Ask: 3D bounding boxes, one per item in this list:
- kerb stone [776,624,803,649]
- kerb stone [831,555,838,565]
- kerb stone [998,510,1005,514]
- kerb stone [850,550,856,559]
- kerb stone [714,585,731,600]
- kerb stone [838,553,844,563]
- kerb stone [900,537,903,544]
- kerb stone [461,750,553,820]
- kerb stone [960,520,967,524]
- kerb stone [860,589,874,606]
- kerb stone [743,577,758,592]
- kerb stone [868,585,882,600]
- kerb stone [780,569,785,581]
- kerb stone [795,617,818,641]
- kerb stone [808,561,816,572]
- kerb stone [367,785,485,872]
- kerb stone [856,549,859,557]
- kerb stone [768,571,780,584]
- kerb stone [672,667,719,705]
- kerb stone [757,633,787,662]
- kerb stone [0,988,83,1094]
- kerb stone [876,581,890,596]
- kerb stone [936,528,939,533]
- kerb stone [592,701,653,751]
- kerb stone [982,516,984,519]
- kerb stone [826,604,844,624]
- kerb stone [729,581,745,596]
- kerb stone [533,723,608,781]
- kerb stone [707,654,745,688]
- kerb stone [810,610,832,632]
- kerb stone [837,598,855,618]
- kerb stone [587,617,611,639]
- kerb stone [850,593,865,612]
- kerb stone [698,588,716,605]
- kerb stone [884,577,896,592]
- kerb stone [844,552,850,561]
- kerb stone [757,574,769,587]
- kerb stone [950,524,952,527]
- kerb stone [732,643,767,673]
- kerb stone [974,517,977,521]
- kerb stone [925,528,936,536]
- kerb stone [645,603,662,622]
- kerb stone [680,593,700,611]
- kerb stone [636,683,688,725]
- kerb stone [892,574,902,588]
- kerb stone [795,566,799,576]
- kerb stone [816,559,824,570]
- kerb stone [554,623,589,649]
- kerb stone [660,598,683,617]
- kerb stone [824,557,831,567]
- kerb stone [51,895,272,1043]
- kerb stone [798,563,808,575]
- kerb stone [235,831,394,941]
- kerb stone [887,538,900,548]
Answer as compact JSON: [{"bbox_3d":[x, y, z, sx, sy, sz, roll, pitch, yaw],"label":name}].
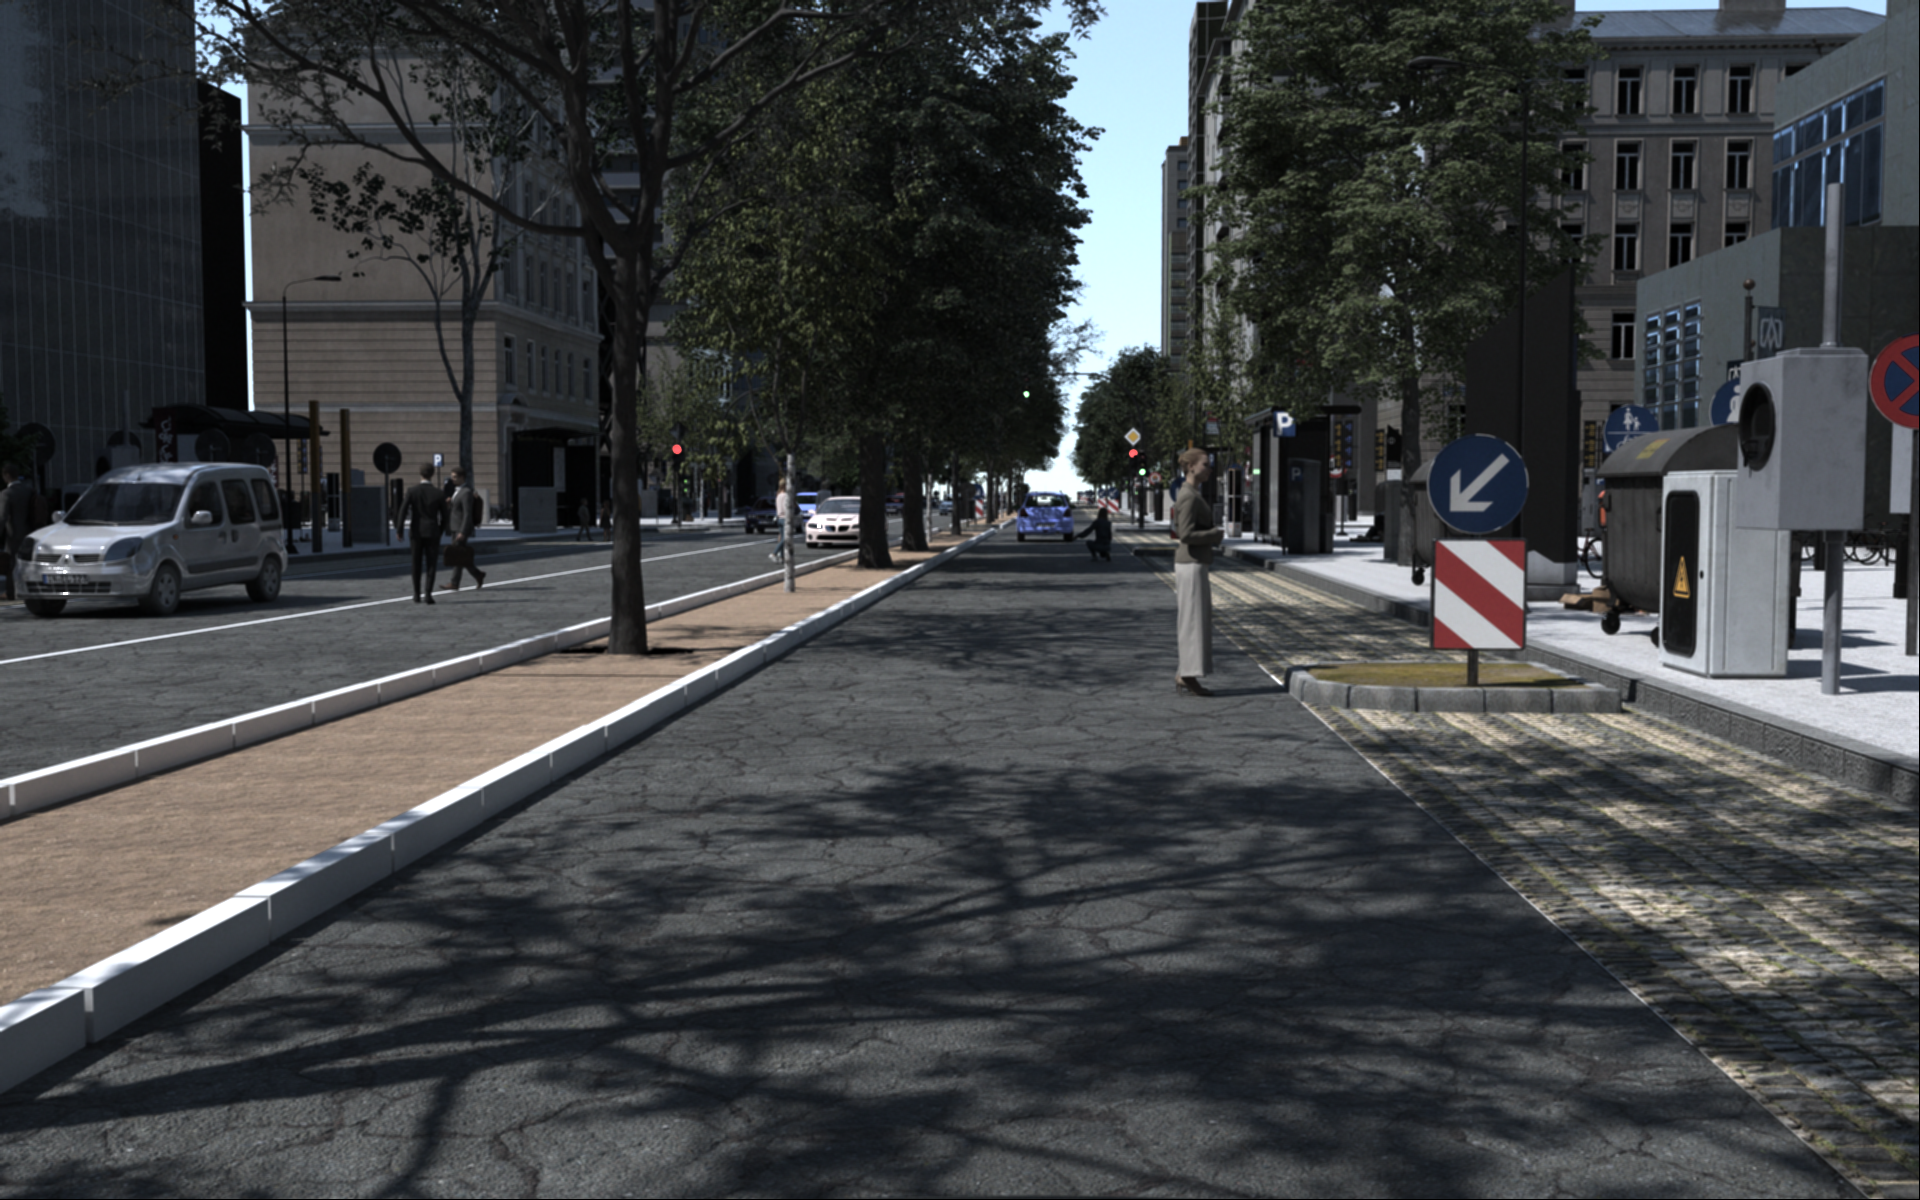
[{"bbox_3d":[-1.633,0.363,16.257,0.120,0.150,1.000,0,4,3],"label":"kerb stone"},{"bbox_3d":[-2.631,-0.770,34.791,0.120,0.150,1.000,0,4,3],"label":"kerb stone"},{"bbox_3d":[3.196,-6.750,132.563,0.120,0.150,1.000,0,4,3],"label":"kerb stone"},{"bbox_3d":[-2.454,-0.954,37.855,0.120,0.150,1.000,0,4,3],"label":"kerb stone"},{"bbox_3d":[-3.299,-0.081,23.515,0.120,0.150,1.000,0,4,3],"label":"kerb stone"},{"bbox_3d":[-2.568,-0.833,35.814,0.120,0.150,1.000,0,4,3],"label":"kerb stone"},{"bbox_3d":[-1.778,-1.646,49.107,0.120,0.150,1.000,0,4,3],"label":"kerb stone"},{"bbox_3d":[-2.118,0.863,8.086,0.120,0.150,1.000,0,4,3],"label":"kerb stone"},{"bbox_3d":[0.209,-3.678,82.461,0.120,0.150,1.000,0,4,3],"label":"kerb stone"},{"bbox_3d":[-1.261,-0.010,22.410,0.120,0.150,1.000,0,4,3],"label":"kerb stone"},{"bbox_3d":[-3.170,-0.204,25.560,0.120,0.150,1.000,0,4,3],"label":"kerb stone"},{"bbox_3d":[-1.205,-0.073,23.431,0.120,0.150,1.000,0,4,3],"label":"kerb stone"},{"bbox_3d":[-2.993,-0.394,28.636,0.120,0.150,1.000,0,4,3],"label":"kerb stone"},{"bbox_3d":[-1.570,0.302,17.279,0.120,0.150,1.000,0,4,3],"label":"kerb stone"},{"bbox_3d":[-2.813,-0.582,31.710,0.120,0.150,1.000,0,4,3],"label":"kerb stone"},{"bbox_3d":[-2.172,0.926,7.060,0.120,0.150,1.000,0,4,3],"label":"kerb stone"},{"bbox_3d":[-2.386,-1.021,38.883,0.120,0.150,1.000,0,4,3],"label":"kerb stone"},{"bbox_3d":[-3.057,-0.331,27.615,0.120,0.150,1.000,0,4,3],"label":"kerb stone"},{"bbox_3d":[-1.874,0.613,12.172,0.120,0.150,1.000,0,4,3],"label":"kerb stone"},{"bbox_3d":[-1.681,0.428,15.236,0.120,0.150,1.000,0,4,3],"label":"kerb stone"},{"bbox_3d":[-2.358,1.113,3.996,0.120,0.150,1.000,0,4,3],"label":"kerb stone"},{"bbox_3d":[-1.136,-0.137,24.456,0.120,0.150,1.000,0,4,3],"label":"kerb stone"},{"bbox_3d":[-0.858,-2.587,64.492,0.120,0.150,1.000,0,4,3],"label":"kerb stone"},{"bbox_3d":[-1.991,0.743,10.130,0.120,0.150,1.000,0,4,3],"label":"kerb stone"},{"bbox_3d":[1.132,-4.624,97.797,0.120,0.150,1.000,0,4,3],"label":"kerb stone"},{"bbox_3d":[-1.444,0.183,19.320,0.120,0.150,1.000,0,4,3],"label":"kerb stone"},{"bbox_3d":[-3.235,-0.140,24.539,0.120,0.150,1.000,0,4,3],"label":"kerb stone"},{"bbox_3d":[-2.058,0.800,9.110,0.120,0.150,1.000,0,4,3],"label":"kerb stone"},{"bbox_3d":[-1.808,0.552,13.195,0.120,0.150,1.000,0,4,3],"label":"kerb stone"},{"bbox_3d":[-1.505,0.238,18.300,0.120,0.150,1.000,0,4,3],"label":"kerb stone"},{"bbox_3d":[-1.382,0.113,20.351,0.120,0.150,1.000,0,4,3],"label":"kerb stone"},{"bbox_3d":[-3.663,0.295,17.377,0.120,0.150,1.000,0,4,3],"label":"kerb stone"},{"bbox_3d":[-1.318,0.051,21.384,0.120,0.150,1.000,0,4,3],"label":"kerb stone"},{"bbox_3d":[-3.361,-0.018,22.495,0.120,0.150,1.000,0,4,3],"label":"kerb stone"},{"bbox_3d":[-1.081,-0.201,25.477,0.120,0.150,1.000,0,4,3],"label":"kerb stone"},{"bbox_3d":[-2.504,-0.895,36.834,0.120,0.150,1.000,0,4,3],"label":"kerb stone"},{"bbox_3d":[-3.117,-0.269,26.588,0.120,0.150,1.000,0,4,3],"label":"kerb stone"},{"bbox_3d":[-0.219,-3.247,75.301,0.120,0.150,1.000,0,4,3],"label":"kerb stone"},{"bbox_3d":[-1.755,0.488,14.216,0.120,0.150,1.000,0,4,3],"label":"kerb stone"},{"bbox_3d":[0.694,-4.186,90.636,0.120,0.150,1.000,0,4,3],"label":"kerb stone"},{"bbox_3d":[-1.042,-2.394,61.414,0.120,0.150,1.000,0,4,3],"label":"kerb stone"},{"bbox_3d":[-3.551,0.169,19.426,0.120,0.150,1.000,0,4,3],"label":"kerb stone"},{"bbox_3d":[-3.417,0.044,21.470,0.120,0.150,1.000,0,4,3],"label":"kerb stone"},{"bbox_3d":[-1.938,0.680,11.152,0.120,0.150,1.000,0,4,3],"label":"kerb stone"},{"bbox_3d":[-1.027,-0.262,26.501,0.120,0.150,1.000,0,4,3],"label":"kerb stone"},{"bbox_3d":[-2.932,-0.455,29.669,0.120,0.150,1.000,0,4,3],"label":"kerb stone"},{"bbox_3d":[-2.745,-0.641,32.730,0.120,0.150,1.000,0,4,3],"label":"kerb stone"},{"bbox_3d":[-3.719,0.358,16.346,0.120,0.150,1.000,0,4,3],"label":"kerb stone"},{"bbox_3d":[-3.475,0.107,20.446,0.120,0.150,1.000,0,4,3],"label":"kerb stone"},{"bbox_3d":[-2.687,-0.707,33.761,0.120,0.150,1.000,0,4,3],"label":"kerb stone"},{"bbox_3d":[-2.289,1.054,5.016,0.120,0.150,1.000,0,4,3],"label":"kerb stone"},{"bbox_3d":[-2.867,-0.519,30.689,0.120,0.150,1.000,0,4,3],"label":"kerb stone"},{"bbox_3d":[-2.234,0.988,6.040,0.120,0.150,1.000,0,4,3],"label":"kerb stone"},{"bbox_3d":[-1.845,-1.584,48.087,0.120,0.150,1.000,0,4,3],"label":"kerb stone"}]
